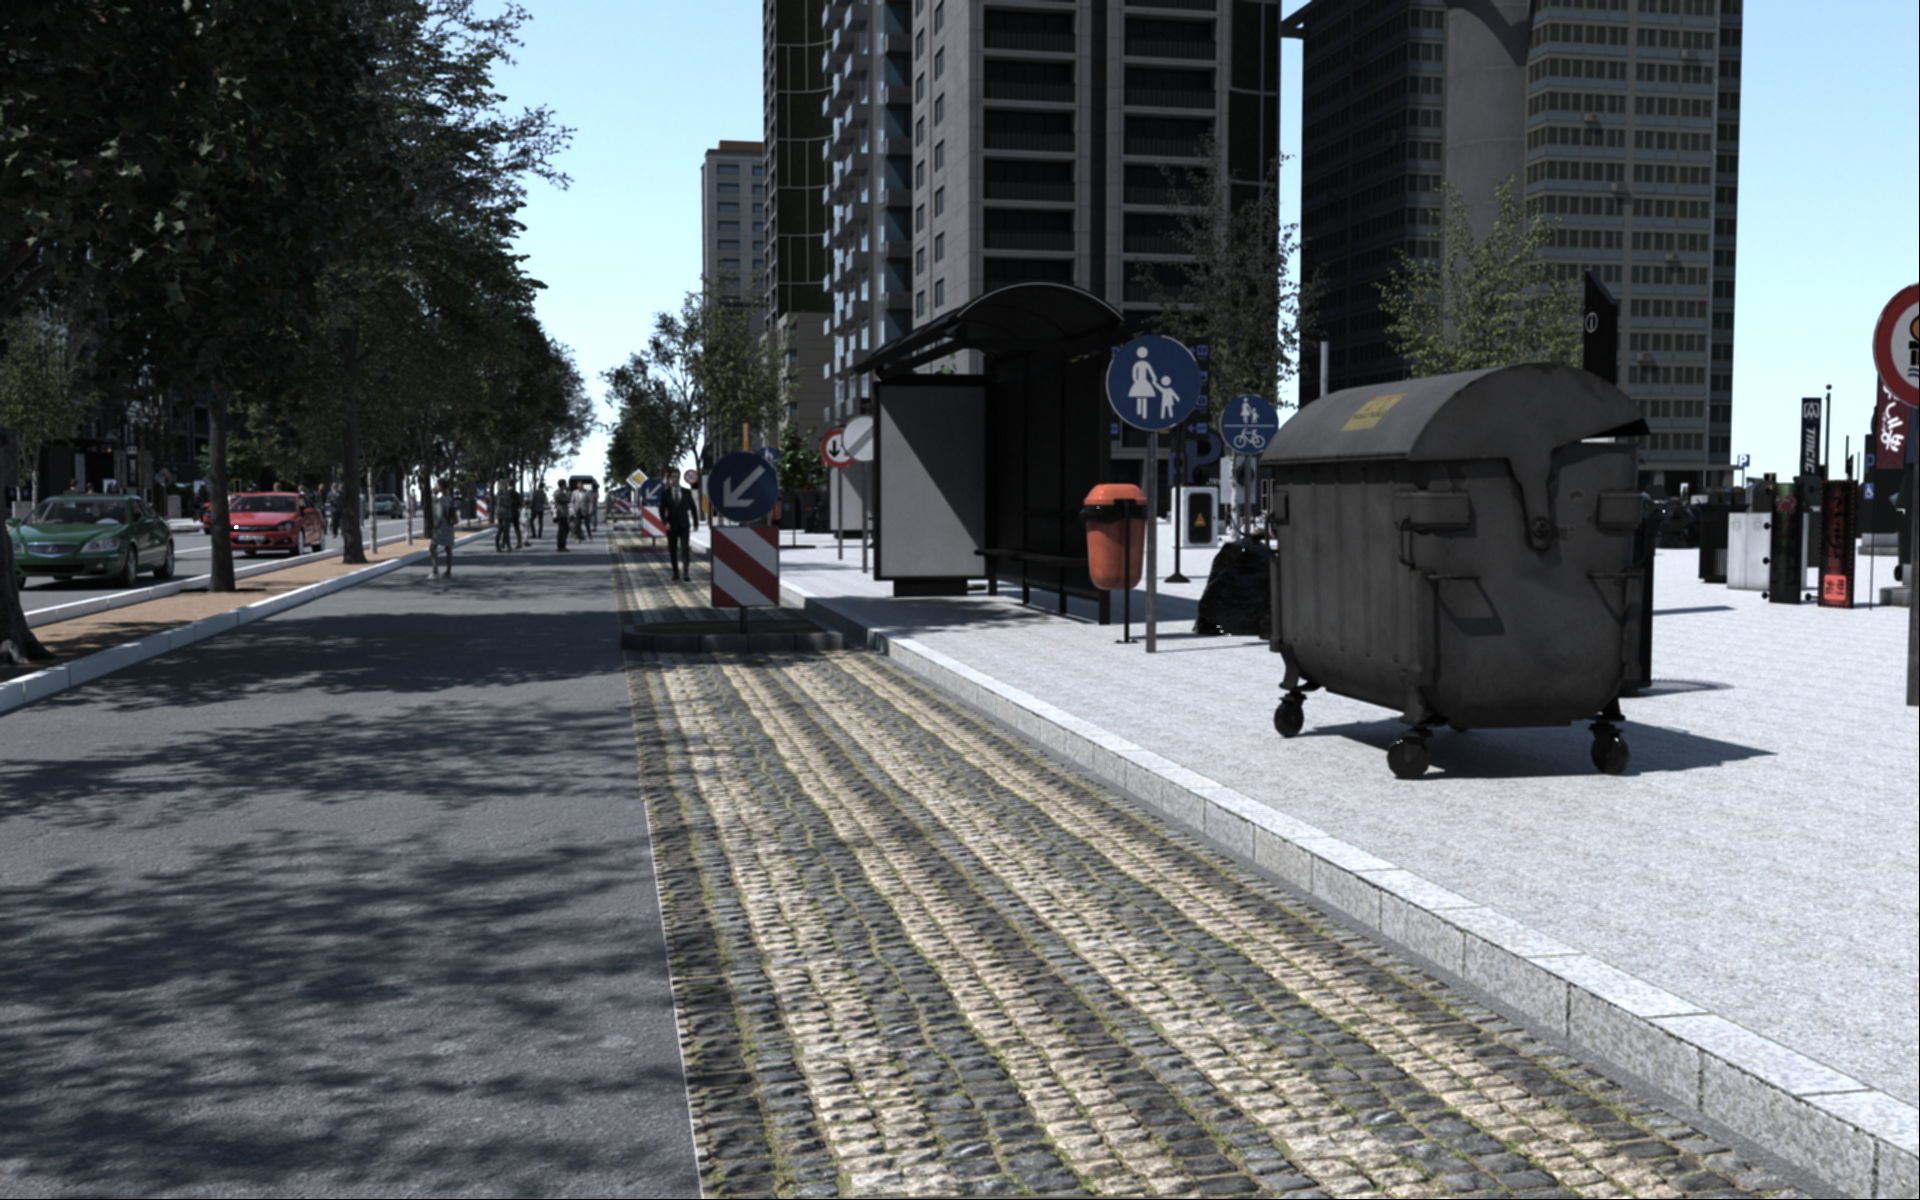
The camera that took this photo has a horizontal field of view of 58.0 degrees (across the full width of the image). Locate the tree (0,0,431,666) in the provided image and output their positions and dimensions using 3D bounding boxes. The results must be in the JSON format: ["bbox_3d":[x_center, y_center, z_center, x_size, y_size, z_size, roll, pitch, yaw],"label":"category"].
[{"bbox_3d":[-8.277,-5.798,14.268,9.611,12.733,9.660,0,3,0],"label":"tree"}]

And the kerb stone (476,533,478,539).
[{"bbox_3d":[-15.330,-1.974,54.474,0.120,0.150,1.000,-1,4,-12],"label":"kerb stone"}]

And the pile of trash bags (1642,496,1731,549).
[{"bbox_3d":[16.558,-1.923,41.193,3.447,1.369,1.912,0,4,1],"label":"pile of trash bags"}]

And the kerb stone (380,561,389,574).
[{"bbox_3d":[-10.531,-0.564,31.415,0.120,0.150,1.000,-1,4,-12],"label":"kerb stone"}]

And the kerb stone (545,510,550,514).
[{"bbox_3d":[-30.879,-6.550,129.292,0.120,0.150,1.000,-1,4,-12],"label":"kerb stone"}]

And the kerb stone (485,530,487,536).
[{"bbox_3d":[-16.168,-2.220,58.498,0.120,0.150,1.000,-1,4,-12],"label":"kerb stone"}]

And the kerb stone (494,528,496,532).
[{"bbox_3d":[-17.205,-2.527,63.515,0.120,0.150,1.000,-1,4,-12],"label":"kerb stone"}]

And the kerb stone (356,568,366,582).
[{"bbox_3d":[-9.911,-0.380,28.409,0.120,0.150,1.000,-1,4,-12],"label":"kerb stone"}]

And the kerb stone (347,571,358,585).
[{"bbox_3d":[-9.699,-0.317,27.409,0.120,0.150,1.000,-1,4,-12],"label":"kerb stone"}]

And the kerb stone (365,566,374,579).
[{"bbox_3d":[-10.117,-0.441,29.410,0.120,0.150,1.000,-1,4,-12],"label":"kerb stone"}]

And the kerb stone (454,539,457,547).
[{"bbox_3d":[-13.653,-1.483,46.447,0.120,0.150,1.000,-1,4,-12],"label":"kerb stone"}]

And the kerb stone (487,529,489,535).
[{"bbox_3d":[-16.365,-2.282,59.501,0.120,0.150,1.000,-1,4,-12],"label":"kerb stone"}]

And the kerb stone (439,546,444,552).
[{"bbox_3d":[-12.825,-1.238,42.437,0.120,0.150,1.000,-1,4,-12],"label":"kerb stone"}]

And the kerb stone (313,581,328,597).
[{"bbox_3d":[-9.077,-0.134,24.389,0.120,0.150,1.000,-1,4,-12],"label":"kerb stone"}]

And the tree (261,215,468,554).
[{"bbox_3d":[-13.900,-5.378,40.758,4.360,8.622,3.978,0,3,0],"label":"tree"}]

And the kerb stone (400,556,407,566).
[{"bbox_3d":[-11.162,-0.745,34.418,0.120,0.150,1.000,-1,4,-12],"label":"kerb stone"}]

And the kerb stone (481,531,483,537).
[{"bbox_3d":[-15.751,-2.097,56.495,0.120,0.150,1.000,-1,4,-12],"label":"kerb stone"}]

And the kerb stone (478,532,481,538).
[{"bbox_3d":[-15.531,-2.036,55.477,0.120,0.150,1.000,-1,4,-12],"label":"kerb stone"}]

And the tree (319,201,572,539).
[{"bbox_3d":[-16.976,-7.739,54.741,9.928,11.665,9.643,0,3,0],"label":"tree"}]

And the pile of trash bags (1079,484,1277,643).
[{"bbox_3d":[2.720,-0.354,15.533,3.447,1.369,1.912,-1,4,-16],"label":"pile of trash bags"}]

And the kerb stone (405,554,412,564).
[{"bbox_3d":[-11.368,-0.807,35.419,0.120,0.150,1.000,-1,4,-12],"label":"kerb stone"}]

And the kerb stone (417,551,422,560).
[{"bbox_3d":[-11.784,-0.931,37.422,0.120,0.150,1.000,-1,4,-12],"label":"kerb stone"}]

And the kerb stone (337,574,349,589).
[{"bbox_3d":[-9.493,-0.257,26.403,0.120,0.150,1.000,-1,4,-12],"label":"kerb stone"}]

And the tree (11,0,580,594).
[{"bbox_3d":[-10.849,-6.865,25.062,12.009,13.543,11.850,0,3,0],"label":"tree"}]

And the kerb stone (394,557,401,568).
[{"bbox_3d":[-10.952,-0.686,33.417,0.120,0.150,1.000,-1,4,-12],"label":"kerb stone"}]

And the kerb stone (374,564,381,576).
[{"bbox_3d":[-10.329,-0.502,30.410,0.120,0.150,1.000,-1,4,-12],"label":"kerb stone"}]

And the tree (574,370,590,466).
[{"bbox_3d":[-21.258,-8.638,78.094,8.767,10.594,7.601,-1,4,-12],"label":"tree"}]

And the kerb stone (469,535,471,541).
[{"bbox_3d":[-14.699,-1.781,51.462,0.120,0.150,1.000,-1,4,-12],"label":"kerb stone"}]

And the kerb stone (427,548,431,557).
[{"bbox_3d":[-12.198,-1.051,39.430,0.120,0.150,1.000,-1,4,-12],"label":"kerb stone"}]

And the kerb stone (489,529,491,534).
[{"bbox_3d":[-16.579,-2.343,60.503,0.120,0.150,1.000,-1,4,-12],"label":"kerb stone"}]

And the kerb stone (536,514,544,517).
[{"bbox_3d":[-27.950,-5.689,115.242,0.120,0.150,1.000,-1,4,-12],"label":"kerb stone"}]

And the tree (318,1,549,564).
[{"bbox_3d":[-12.272,-6.988,34.835,7.486,12.596,7.792,0,3,0],"label":"tree"}]

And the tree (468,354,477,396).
[{"bbox_3d":[-15.261,-5.804,47.718,4.360,8.622,3.978,0,3,0],"label":"tree"}]

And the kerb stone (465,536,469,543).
[{"bbox_3d":[-14.491,-1.728,50.460,0.120,0.150,1.000,-1,4,-12],"label":"kerb stone"}]

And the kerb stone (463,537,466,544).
[{"bbox_3d":[-14.287,-1.667,49.458,0.120,0.150,1.000,-1,4,-12],"label":"kerb stone"}]

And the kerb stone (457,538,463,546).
[{"bbox_3d":[-14.075,-1.604,48.456,0.120,0.150,1.000,-1,4,-12],"label":"kerb stone"}]

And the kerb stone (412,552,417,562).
[{"bbox_3d":[-11.579,-0.870,36.421,0.120,0.150,1.000,-1,4,-12],"label":"kerb stone"}]

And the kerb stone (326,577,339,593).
[{"bbox_3d":[-9.280,-0.196,25.399,0.120,0.150,1.000,-1,4,-12],"label":"kerb stone"}]

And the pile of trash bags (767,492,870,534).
[{"bbox_3d":[-4.680,-2.873,56.732,3.447,1.369,1.912,0,4,-6],"label":"pile of trash bags"}]

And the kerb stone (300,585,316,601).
[{"bbox_3d":[-8.875,-0.071,23.384,0.120,0.150,1.000,-1,4,-12],"label":"kerb stone"}]

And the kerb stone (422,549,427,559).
[{"bbox_3d":[-11.996,-0.993,38.425,0.120,0.150,1.000,-1,4,-12],"label":"kerb stone"}]

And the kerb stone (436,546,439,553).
[{"bbox_3d":[-12.624,-1.177,41.435,0.120,0.150,1.000,-1,4,-12],"label":"kerb stone"}]

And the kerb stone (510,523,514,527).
[{"bbox_3d":[-20.654,-3.540,80.145,0.120,0.150,1.000,-1,4,-12],"label":"kerb stone"}]

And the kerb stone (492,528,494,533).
[{"bbox_3d":[-16.995,-2.466,62.511,0.120,0.150,1.000,-1,4,-12],"label":"kerb stone"}]

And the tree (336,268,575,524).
[{"bbox_3d":[-18.825,-7.743,63.470,8.767,10.594,7.601,-1,4,-12],"label":"tree"}]

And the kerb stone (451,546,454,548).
[{"bbox_3d":[-13.449,-1.419,45.446,0.120,0.150,1.000,-1,4,-12],"label":"kerb stone"}]

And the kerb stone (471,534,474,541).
[{"bbox_3d":[-14.912,-1.852,52.469,0.120,0.150,1.000,-1,4,-12],"label":"kerb stone"}]

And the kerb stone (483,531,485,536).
[{"bbox_3d":[-15.956,-2.159,57.498,0.120,0.150,1.000,-1,4,-12],"label":"kerb stone"}]

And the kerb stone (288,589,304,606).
[{"bbox_3d":[-8.655,-0.011,22.383,0.120,0.150,1.000,-1,4,-12],"label":"kerb stone"}]

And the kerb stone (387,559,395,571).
[{"bbox_3d":[-10.740,-0.625,32.416,0.120,0.150,1.000,-1,4,-12],"label":"kerb stone"}]

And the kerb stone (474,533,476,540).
[{"bbox_3d":[-15.121,-1.913,53.470,0.120,0.150,1.000,-1,4,-12],"label":"kerb stone"}]

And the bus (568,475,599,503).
[{"bbox_3d":[-38.009,-11.009,174.853,2.948,3.499,13.247,-1,4,-11],"label":"bus"}]
